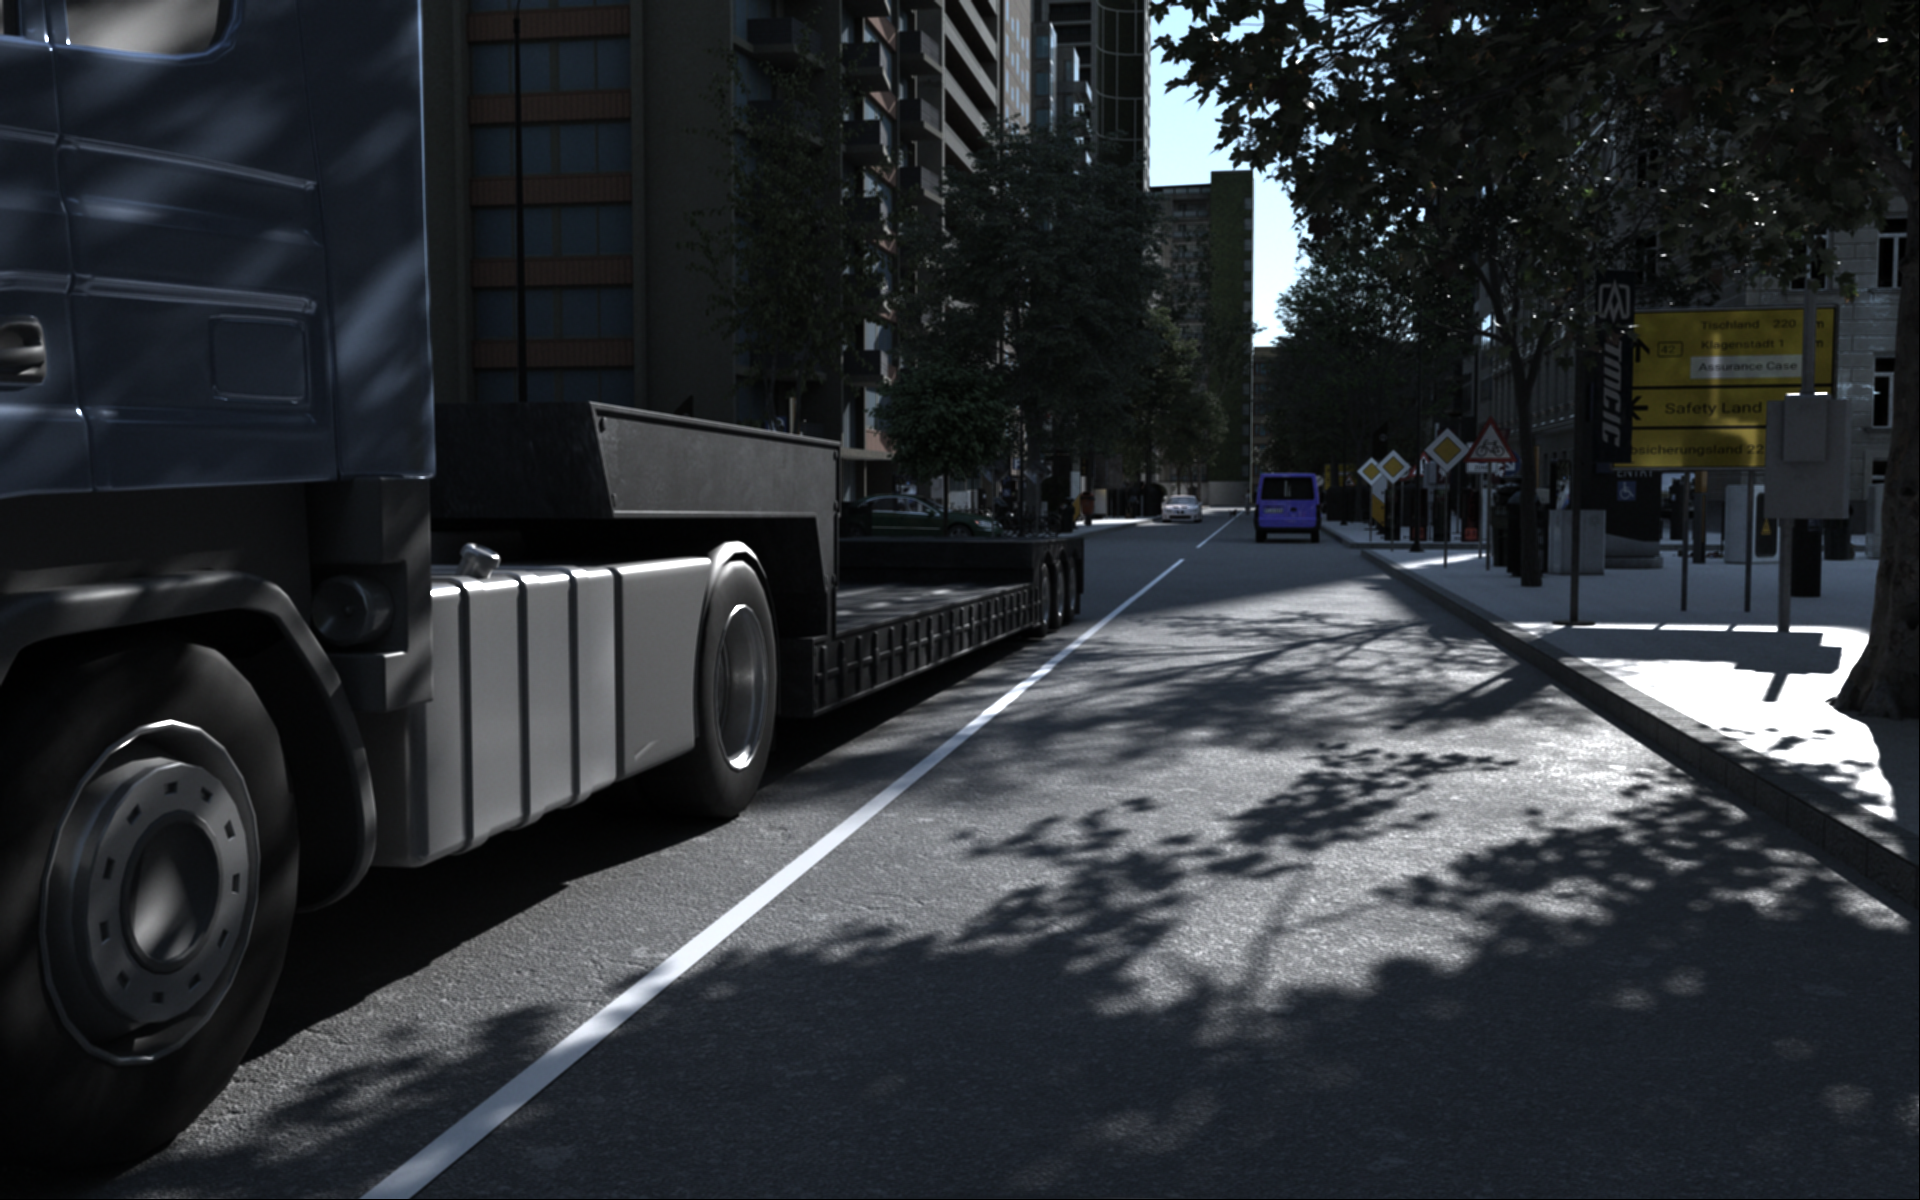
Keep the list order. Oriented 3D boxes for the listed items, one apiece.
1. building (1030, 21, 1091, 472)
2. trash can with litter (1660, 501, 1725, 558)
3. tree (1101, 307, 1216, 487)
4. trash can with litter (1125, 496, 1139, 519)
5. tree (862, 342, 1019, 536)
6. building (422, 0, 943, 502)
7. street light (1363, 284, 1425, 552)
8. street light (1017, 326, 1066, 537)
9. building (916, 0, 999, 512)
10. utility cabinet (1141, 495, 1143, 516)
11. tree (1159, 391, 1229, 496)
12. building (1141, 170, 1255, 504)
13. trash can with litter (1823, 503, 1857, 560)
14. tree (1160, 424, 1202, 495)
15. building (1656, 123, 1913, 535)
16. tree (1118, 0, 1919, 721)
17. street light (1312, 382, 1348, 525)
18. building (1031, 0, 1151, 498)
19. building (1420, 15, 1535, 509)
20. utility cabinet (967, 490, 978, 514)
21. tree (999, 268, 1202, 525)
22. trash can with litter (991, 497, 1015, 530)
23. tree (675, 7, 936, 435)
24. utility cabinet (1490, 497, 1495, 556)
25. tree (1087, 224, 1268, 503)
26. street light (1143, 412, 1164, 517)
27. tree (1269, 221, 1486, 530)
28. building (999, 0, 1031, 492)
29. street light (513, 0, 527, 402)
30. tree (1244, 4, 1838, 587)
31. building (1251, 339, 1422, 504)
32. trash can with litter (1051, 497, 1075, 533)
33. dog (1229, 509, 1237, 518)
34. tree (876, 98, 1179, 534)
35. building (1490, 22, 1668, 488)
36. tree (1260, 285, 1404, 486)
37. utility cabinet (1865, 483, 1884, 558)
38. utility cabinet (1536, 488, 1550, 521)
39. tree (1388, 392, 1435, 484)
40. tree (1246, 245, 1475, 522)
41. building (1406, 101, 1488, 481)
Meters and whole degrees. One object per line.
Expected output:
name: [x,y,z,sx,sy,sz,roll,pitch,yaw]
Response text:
building: [-2.170,-34.207,178.888,30.456,49.044,23.786,1,4,10]
trash can with litter: [15.375,-1.477,35.204,2.233,1.210,1.678,3,4,37]
tree: [11.570,-11.405,104.599,7.486,12.596,7.792,0,3,0]
trash can with litter: [8.964,-4.842,90.546,0.624,1.170,1.055,1,4,16]
tree: [-0.408,-3.291,37.520,4.285,4.588,4.351,0,3,0]
building: [-12.958,-25.710,74.981,22.147,44.769,28.867,1,4,10]
street light: [9.606,-4.026,38.361,1.470,5.913,1.316,1,4,10]
street light: [2.239,-4.614,47.979,1.470,5.913,1.316,1,4,10]
building: [-9.667,-29.619,107.968,21.300,48.544,21.600,1,4,10]
utility cabinet: [10.899,-5.615,102.964,0.306,1.237,1.020,3,5,39]
tree: [21.548,-14.444,161.912,9.928,11.665,9.643,0,3,0]
building: [30.464,-32.927,221.948,14.086,41.232,14.154,1,4,10]
trash can with litter: [17.152,-1.375,33.869,0.624,1.170,1.055,3,4,37]
tree: [20.109,-12.467,154.196,4.360,8.622,3.978,0,3,0]
building: [37.676,-15.932,57.749,25.104,27.353,12.463,1,4,10]
tree: [5.610,-5.668,9.677,9.611,12.733,9.660,0,3,0]
street light: [15.315,-6.047,71.408,1.470,5.913,1.316,1,4,10]
building: [14.006,-48.278,227.604,20.611,71.187,20.563,1,4,10]
building: [49.447,-50.299,135.065,22.319,86.520,31.000,1,4,10]
utility cabinet: [0.639,-5.351,96.175,0.318,1.500,1.173,-1,4,-22]
tree: [5.207,-8.345,70.859,8.767,10.594,7.601,1,4,11]
trash can with litter: [1.597,-3.071,61.594,1.055,1.170,0.624,3,5,43]
tree: [-2.602,-4.704,27.271,4.737,8.622,4.395,0,3,0]
utility cabinet: [11.378,-1.531,36.192,0.306,1.237,1.020,2,4,32]
tree: [14.843,-16.229,121.230,12.611,20.169,13.585,0,3,0]
street light: [11.035,-7.636,97.390,1.470,5.913,1.316,1,4,10]
tree: [14.916,-8.305,61.546,9.928,11.665,9.643,0,3,0]
building: [-2.457,-29.465,131.868,14.600,45.320,14.200,1,4,10]
street light: [-3.375,-2.616,15.319,1.470,5.913,1.316,1,4,10]
tree: [8.037,-5.486,24.114,8.767,10.594,7.601,1,4,11]
building: [52.762,-23.256,225.266,28.899,21.520,27.650,1,4,10]
trash can with litter: [3.341,-2.820,57.491,0.624,1.170,1.055,-2,4,-33]
dog: [16.533,-5.239,104.952,0.406,0.507,0.540,1,4,19]
tree: [2.272,-9.139,56.080,9.857,13.997,8.962,0,3,0]
building: [40.119,-19.453,94.476,17.030,29.872,44.131,1,4,10]
tree: [19.338,-10.598,91.404,7.486,12.596,7.792,0,3,0]
utility cabinet: [18.243,-1.575,34.432,0.318,1.500,1.173,1,4,21]
utility cabinet: [21.983,-3.496,65.836,1.173,1.500,0.318,-3,5,-42]
tree: [29.761,-10.012,114.061,4.737,8.622,4.395,0,3,0]
tree: [18.477,-10.345,79.509,12.009,13.543,11.850,0,3,0]
building: [55.035,-31.264,165.787,22.147,44.769,28.867,1,4,10]
